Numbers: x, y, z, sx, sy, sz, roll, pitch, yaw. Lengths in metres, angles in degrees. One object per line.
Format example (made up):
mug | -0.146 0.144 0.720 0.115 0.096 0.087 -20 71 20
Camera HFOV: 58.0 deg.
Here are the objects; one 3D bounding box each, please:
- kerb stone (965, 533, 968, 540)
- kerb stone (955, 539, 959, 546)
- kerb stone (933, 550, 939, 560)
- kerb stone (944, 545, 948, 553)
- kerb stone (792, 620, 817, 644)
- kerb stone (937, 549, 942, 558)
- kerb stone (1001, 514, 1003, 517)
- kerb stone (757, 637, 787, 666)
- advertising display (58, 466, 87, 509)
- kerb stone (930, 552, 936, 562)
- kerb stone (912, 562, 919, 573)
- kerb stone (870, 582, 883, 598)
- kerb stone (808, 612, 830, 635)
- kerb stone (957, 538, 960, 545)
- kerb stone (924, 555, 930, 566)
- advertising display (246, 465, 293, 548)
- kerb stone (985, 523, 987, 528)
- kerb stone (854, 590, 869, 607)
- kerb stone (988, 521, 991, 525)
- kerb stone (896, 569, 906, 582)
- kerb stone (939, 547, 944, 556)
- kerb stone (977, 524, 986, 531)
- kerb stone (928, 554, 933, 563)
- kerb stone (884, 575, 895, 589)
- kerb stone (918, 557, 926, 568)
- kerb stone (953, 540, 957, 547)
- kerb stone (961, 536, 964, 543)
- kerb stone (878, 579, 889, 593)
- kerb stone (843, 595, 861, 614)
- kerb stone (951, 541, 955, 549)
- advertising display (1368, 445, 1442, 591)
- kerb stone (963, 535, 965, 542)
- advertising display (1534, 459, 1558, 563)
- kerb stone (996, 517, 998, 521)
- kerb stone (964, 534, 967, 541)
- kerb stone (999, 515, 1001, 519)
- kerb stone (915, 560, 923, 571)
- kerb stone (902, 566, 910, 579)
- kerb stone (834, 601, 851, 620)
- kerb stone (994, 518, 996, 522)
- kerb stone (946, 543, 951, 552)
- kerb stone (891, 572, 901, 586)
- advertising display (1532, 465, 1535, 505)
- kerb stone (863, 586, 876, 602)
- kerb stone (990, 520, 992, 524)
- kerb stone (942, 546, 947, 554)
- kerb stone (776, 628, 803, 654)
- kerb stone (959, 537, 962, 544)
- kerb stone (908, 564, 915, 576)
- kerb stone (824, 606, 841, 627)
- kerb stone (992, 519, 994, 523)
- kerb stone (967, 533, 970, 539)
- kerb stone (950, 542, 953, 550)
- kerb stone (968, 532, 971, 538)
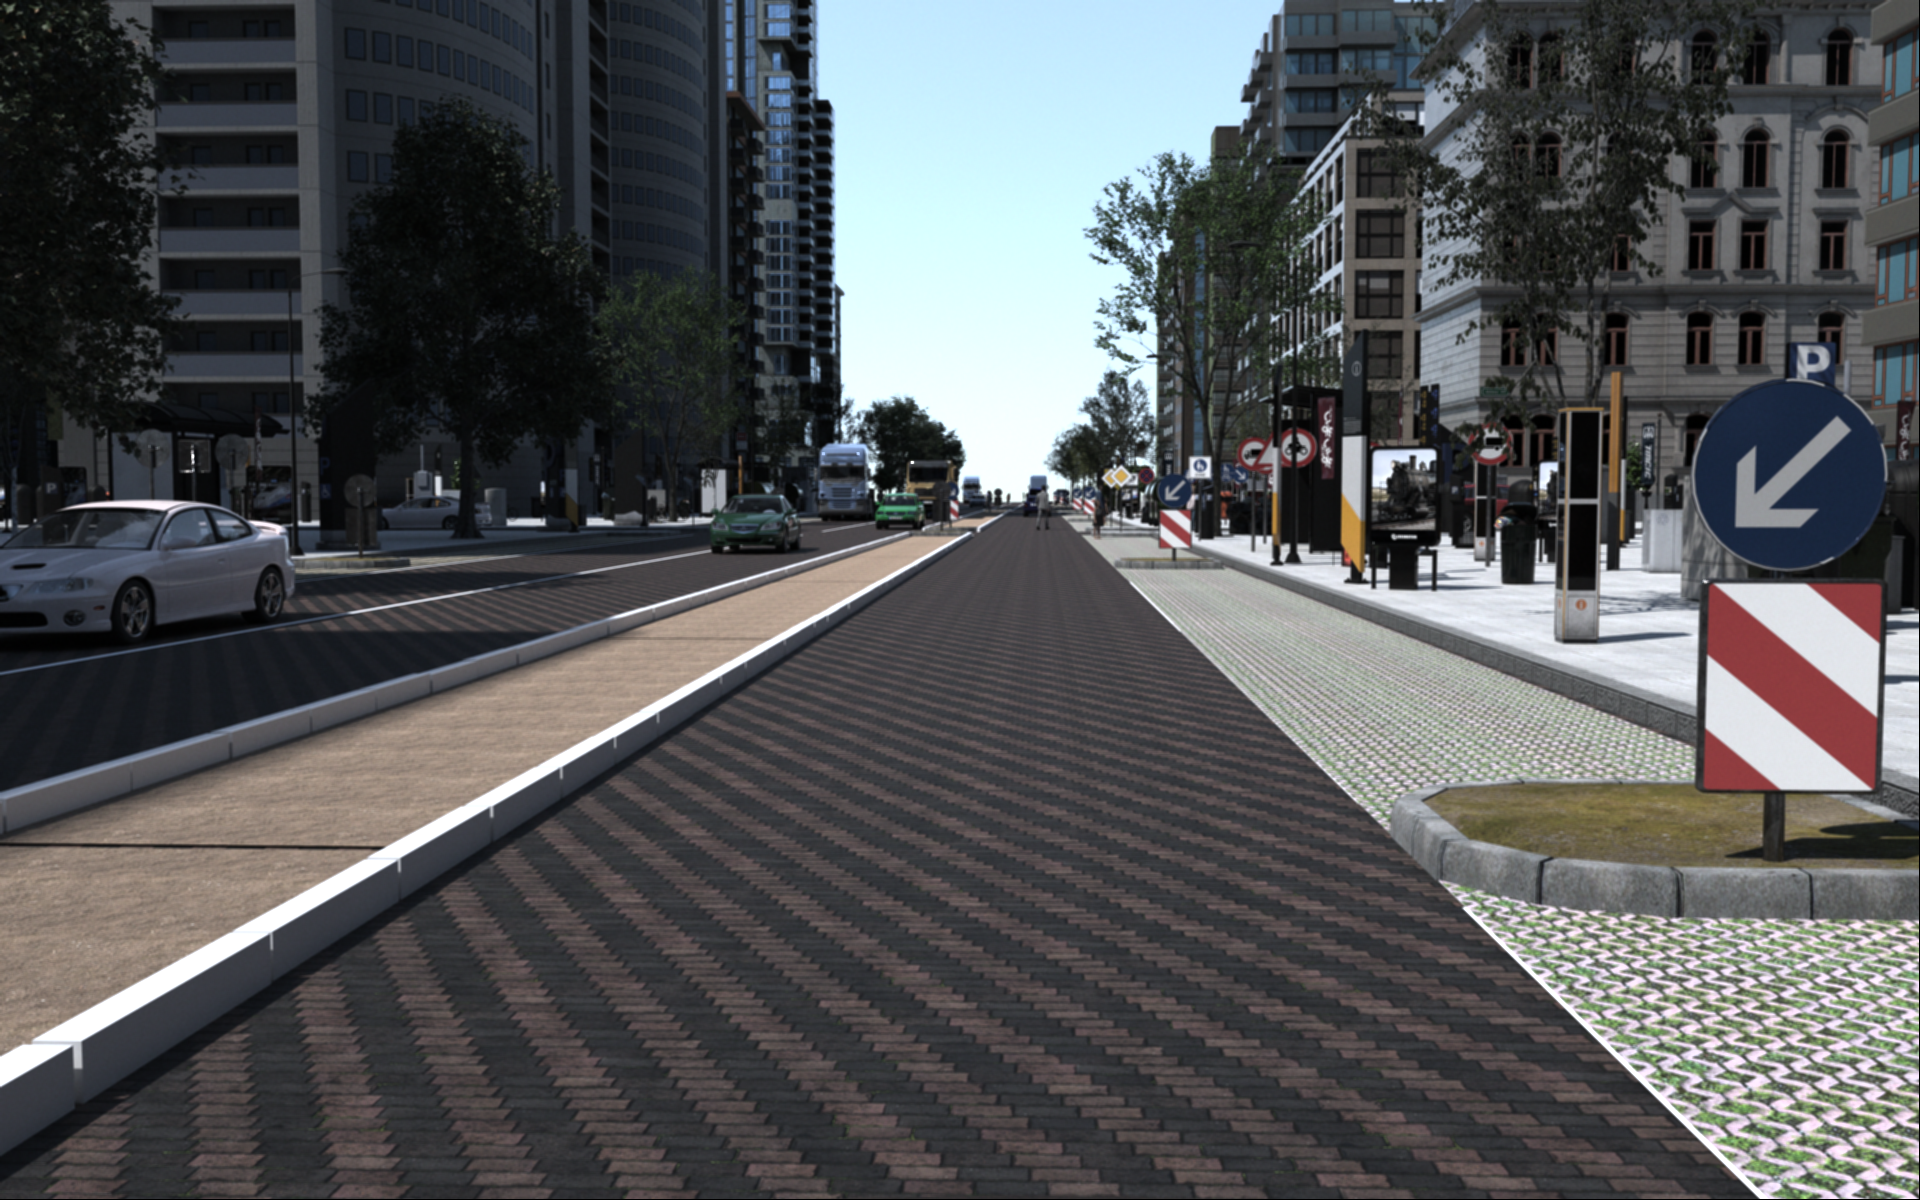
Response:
kerb stone | 0.099 -1.866 52.706 0.120 0.150 1.000 0 4 3
kerb stone | -0.185 -1.490 46.550 0.120 0.150 1.000 0 4 3
kerb stone | -0.596 -0.926 37.329 0.120 0.150 1.000 0 4 3
kerb stone | -0.423 -1.176 41.421 0.120 0.150 1.000 0 4 3
kerb stone | -1.542 0.327 16.853 0.120 0.150 1.000 0 4 3
kerb stone | -0.551 -0.988 38.353 0.120 0.150 1.000 0 4 3
kerb stone | 2.273 -4.775 100.327 0.120 0.150 1.000 0 4 3
kerb stone | -1.634 0.452 14.809 0.120 0.150 1.000 0 4 3
advertising display | -20.898 -2.178 40.829 0.123 1.923 0.974 0 4 4
kerb stone | -0.644 -0.861 36.308 0.120 0.150 1.000 0 4 3
kerb stone | -0.884 -0.544 31.199 0.120 0.150 1.000 0 4 3
kerb stone | -1.213 -0.112 24.029 0.120 0.150 1.000 0 4 3
kerb stone | -1.490 0.264 17.875 0.120 0.150 1.000 0 4 3
kerb stone | -0.144 -1.552 47.579 0.120 0.150 1.000 0 4 3
kerb stone | -0.743 -0.738 34.263 0.120 0.150 1.000 0 4 3
advertising display | -15.616 -2.079 39.209 0.974 1.923 0.123 -2 4 -30
kerb stone | 0.920 -2.962 70.617 0.120 0.150 1.000 0 4 3
kerb stone | -1.302 0.014 21.980 0.120 0.150 1.000 0 4 3
kerb stone | 1.150 -3.270 75.734 0.120 0.150 1.000 0 4 3
kerb stone | -1.022 -0.361 28.128 0.120 0.150 1.000 0 4 3
kerb stone | -0.508 -1.051 39.374 0.120 0.150 1.000 0 4 3
kerb stone | 0.864 -2.899 69.597 0.120 0.150 1.000 0 4 3
kerb stone | -0.693 -0.798 35.284 0.120 0.150 1.000 0 4 3
kerb stone | -1.117 -0.233 26.085 0.120 0.150 1.000 0 4 3
kerb stone | -0.791 -0.675 33.241 0.120 0.150 1.000 0 4 3
kerb stone | -0.227 -1.427 45.529 0.120 0.150 1.000 0 4 3
kerb stone | -0.043 -1.678 49.636 0.120 0.150 1.000 0 4 3
kerb stone | -1.164 -0.175 25.050 0.120 0.150 1.000 0 4 3
kerb stone | -1.344 0.076 20.959 0.120 0.150 1.000 0 4 3
kerb stone | -0.269 -1.364 44.507 0.120 0.150 1.000 0 4 3
advertising display | 5.941 -1.097 23.150 0.974 1.923 0.123 3 4 37
kerb stone | 0.004 -1.740 50.663 0.120 0.150 1.000 0 4 3
advertising display | 11.101 -1.650 32.196 0.123 1.923 0.974 -1 4 -22
kerb stone | 1.711 -4.026 88.018 0.120 0.150 1.000 0 4 3
kerb stone | 0.052 -1.804 51.684 0.120 0.150 1.000 0 4 3
kerb stone | 2.040 -4.464 95.187 0.120 0.150 1.000 0 4 3
kerb stone | -0.830 -0.609 32.220 0.120 0.150 1.000 0 4 3
kerb stone | -0.974 -0.426 29.156 0.120 0.150 1.000 0 4 3
kerb stone | -1.400 0.142 19.930 0.120 0.150 1.000 0 4 3
kerb stone | 1.569 -3.838 84.945 0.120 0.150 1.000 0 4 3
kerb stone | -0.367 -1.239 42.454 0.120 0.150 1.000 0 4 3
kerb stone | -1.067 -0.299 27.106 0.120 0.150 1.000 0 4 3
advertising display | 12.592 -1.928 36.737 0.123 1.923 0.974 -3 5 -40
kerb stone | -1.258 -0.046 23.007 0.120 0.150 1.000 0 4 3
kerb stone | 1.243 -3.400 77.778 0.120 0.150 1.000 0 4 3
kerb stone | -0.459 -1.113 40.399 0.120 0.150 1.000 0 4 3
kerb stone | -1.584 0.389 15.832 0.120 0.150 1.000 0 4 3
kerb stone | -0.085 -1.615 48.599 0.120 0.150 1.000 0 4 3
kerb stone | -0.926 -0.488 30.178 0.120 0.150 1.000 0 4 3
kerb stone | -1.439 0.206 18.906 0.120 0.150 1.000 0 4 3
kerb stone | 1.384 -3.587 80.847 0.120 0.150 1.000 0 4 3
kerb stone | 0.154 -1.923 53.733 0.120 0.150 1.000 0 4 3
kerb stone | -0.327 -1.301 43.481 0.120 0.150 1.000 0 4 3
kerb stone | 0.193 -1.991 54.755 0.120 0.150 1.000 0 4 3
